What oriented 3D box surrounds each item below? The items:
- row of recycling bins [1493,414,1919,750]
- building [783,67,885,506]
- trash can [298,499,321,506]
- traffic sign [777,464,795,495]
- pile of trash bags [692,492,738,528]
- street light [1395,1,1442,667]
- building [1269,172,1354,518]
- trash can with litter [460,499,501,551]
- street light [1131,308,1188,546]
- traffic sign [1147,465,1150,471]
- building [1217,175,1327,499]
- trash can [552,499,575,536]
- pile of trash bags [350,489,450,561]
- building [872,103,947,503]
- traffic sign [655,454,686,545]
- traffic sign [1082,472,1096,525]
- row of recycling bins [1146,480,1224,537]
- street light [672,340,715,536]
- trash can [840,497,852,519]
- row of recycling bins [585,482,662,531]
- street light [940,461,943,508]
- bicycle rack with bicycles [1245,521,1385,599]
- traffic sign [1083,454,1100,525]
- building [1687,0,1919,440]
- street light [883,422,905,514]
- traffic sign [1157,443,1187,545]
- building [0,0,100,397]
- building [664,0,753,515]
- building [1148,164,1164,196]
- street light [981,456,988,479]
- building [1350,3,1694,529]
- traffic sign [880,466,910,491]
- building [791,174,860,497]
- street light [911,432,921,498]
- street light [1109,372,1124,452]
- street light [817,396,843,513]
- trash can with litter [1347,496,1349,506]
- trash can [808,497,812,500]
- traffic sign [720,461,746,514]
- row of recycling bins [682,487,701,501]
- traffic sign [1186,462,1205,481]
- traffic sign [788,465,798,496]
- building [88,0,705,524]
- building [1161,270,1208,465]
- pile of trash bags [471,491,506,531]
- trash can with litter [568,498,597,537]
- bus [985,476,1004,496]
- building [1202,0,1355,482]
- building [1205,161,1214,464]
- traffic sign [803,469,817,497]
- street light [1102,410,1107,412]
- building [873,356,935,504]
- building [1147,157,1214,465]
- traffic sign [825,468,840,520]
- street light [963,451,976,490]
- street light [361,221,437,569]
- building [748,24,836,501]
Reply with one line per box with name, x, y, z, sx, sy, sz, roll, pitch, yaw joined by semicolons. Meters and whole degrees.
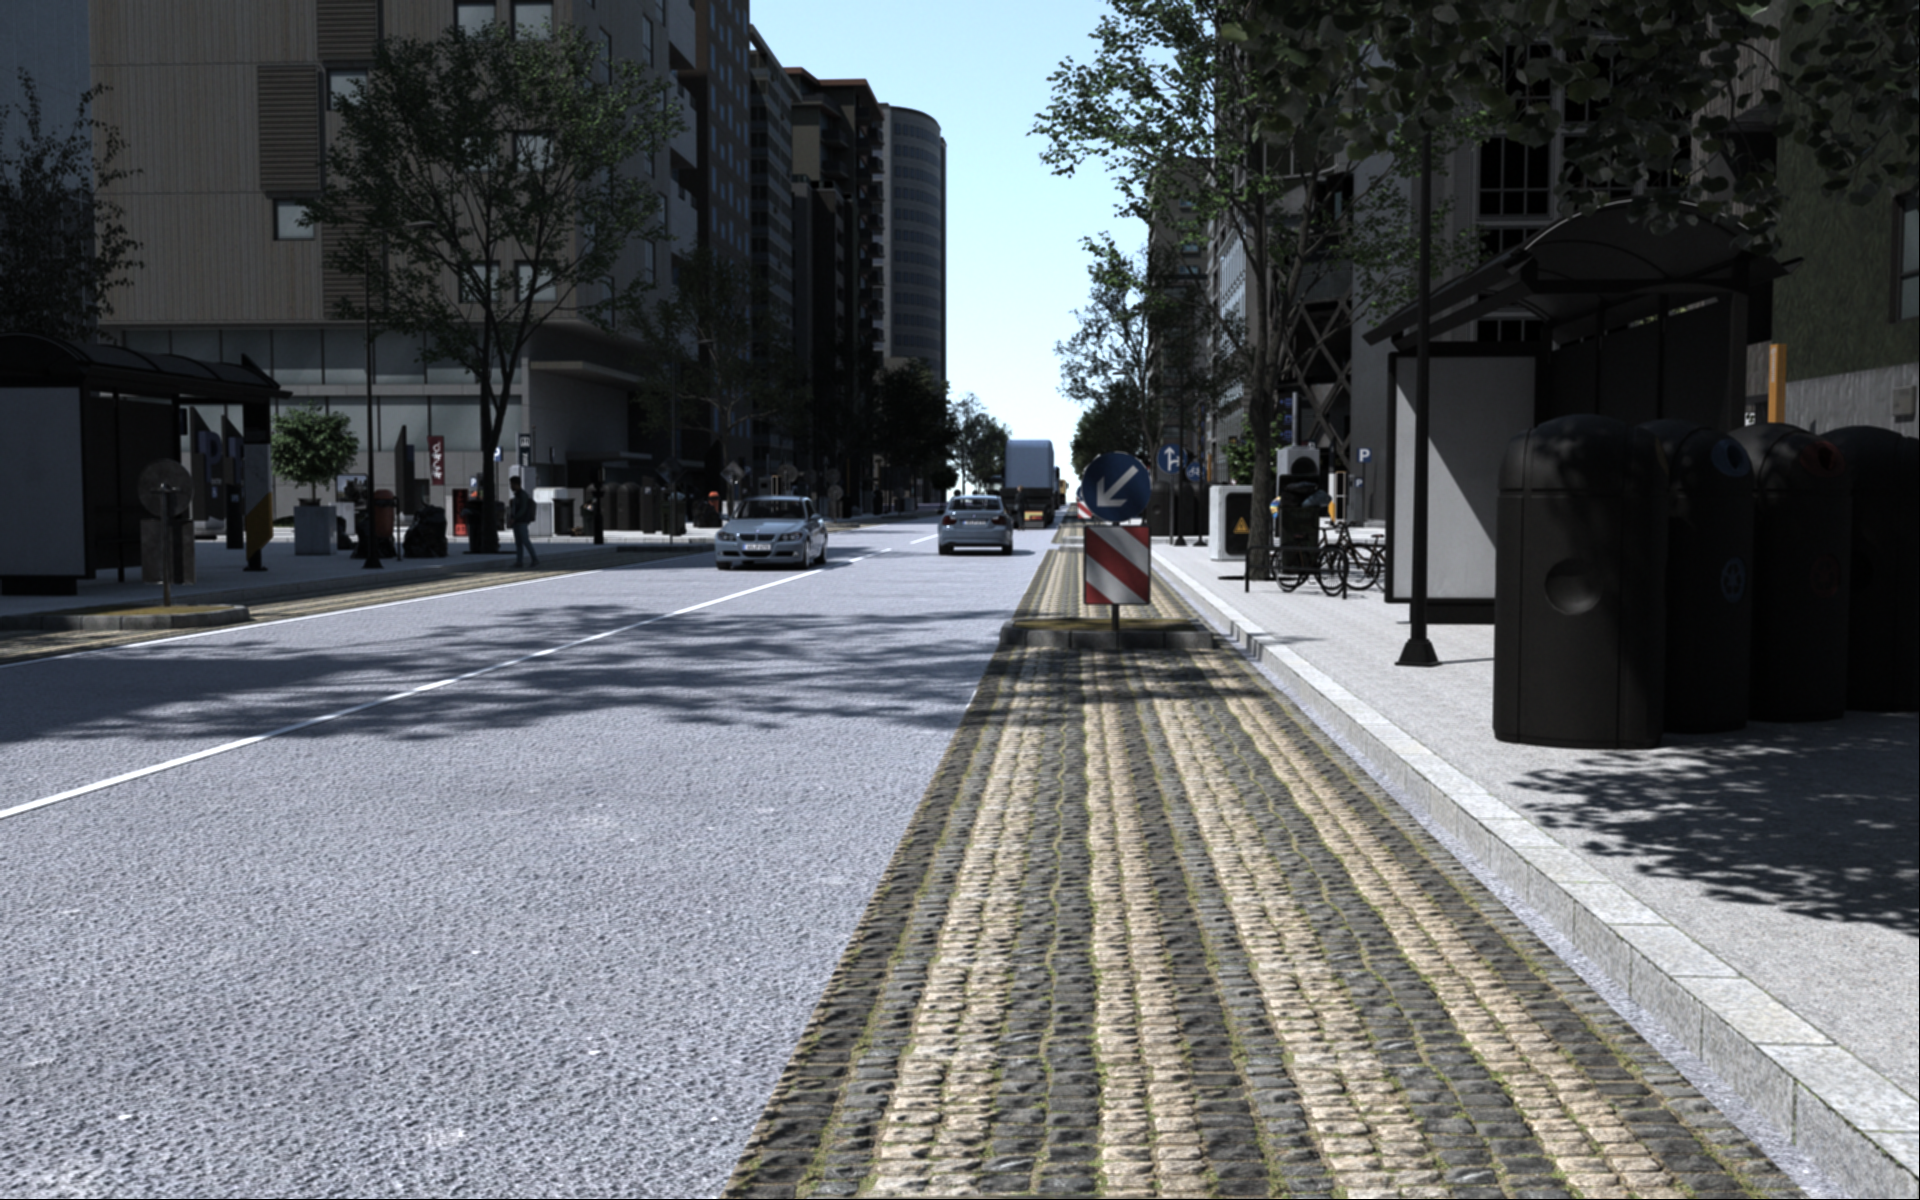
row of recycling bins;4.306;-0.165;9.805;3.534;1.692;1.069;-2;4;-34
building;-19.641;-32.178;180.741;22.147;44.769;28.867;0;4;4
trash can;-20.776;-2.673;55.364;0.748;1.137;0.748;0;3;0
traffic sign;-7.288;-4.425;72.451;0.768;2.556;0.104;1;4;9
pile of trash bags;-9.413;-3.502;67.010;1.912;1.369;3.447;-1;4;-14
street light;2.903;-2.467;12.876;1.470;5.913;1.316;0;4;4
building;25.885;-14.093;97.875;16.820;18.784;16.811;0;4;4
trash can with litter;-10.746;-1.682;38.885;0.624;1.170;1.055;0;4;6
street light;4.916;-4.293;42.728;1.470;5.913;1.316;0;4;4
traffic sign;8.537;-4.777;78.113;0.884;2.594;0.081;1;4;11
building;22.803;-16.328;116.117;9.793;20.994;18.267;0;4;4
trash can;-12.264;-2.566;53.608;0.748;1.137;0.748;0;3;0
pile of trash bags;-11.282;-1.524;34.671;1.912;1.369;3.447;-1;4;-10
building;-13.531;-44.000;261.400;21.231;58.520;28.212;0;4;4
traffic sign;-7.312;-2.457;43.813;0.795;2.450;0.064;0;4;4
traffic sign;3.989;-2.899;51.044;0.795;2.450;0.064;0;4;4
row of recycling bins;7.064;-2.843;53.592;1.069;1.692;3.534;3;5;44
street light;-8.092;-4.883;52.376;1.470;5.913;1.316;0;4;4
trash can;-5.983;-4.847;90.900;0.748;1.137;0.748;0;3;0
row of recycling bins;-11.819;-3.282;60.774;3.534;1.692;1.069;2;4;35
street light;-1.154;-11.348;158.087;1.470;5.913;1.316;0;4;4
bicycle rack with bicycles;4.991;-0.559;22.528;2.852;0.926;2.925;-2;4;-31
traffic sign;3.457;-2.412;43.076;0.795;2.450;0.064;0;4;4
building;19.097;-15.579;26.423;14.160;30.474;14.107;0;4;4
street light;-4.259;-8.513;111.728;1.470;5.913;1.316;0;4;4
traffic sign;5.330;-2.659;43.583;0.768;2.556;0.104;1;4;9
building;-28.369;-12.995;30.491;19.932;24.808;12.078;0;4;4
building;-21.947;-28.391;114.308;14.600;45.320;14.200;0;4;4
building;43.383;-41.555;268.656;28.713;52.752;27.495;0;4;4
street light;2.401;-14.587;211.043;1.470;5.913;1.316;0;4;4
building;27.622;-16.524;63.674;24.014;27.812;14.314;0;4;4
traffic sign;-4.765;-8.087;126.102;2.265;3.308;0.079;1;4;9
building;-17.064;-23.698;159.164;14.160;30.474;14.107;0;4;4
street light;-3.082;-9.533;128.412;1.470;5.913;1.316;0;4;4
street light;6.457;-5.709;65.888;1.470;5.913;1.316;0;4;4
street light;-6.216;-6.698;82.055;1.470;5.913;1.316;0;4;4
trash can with litter;20.019;-4.772;89.403;0.624;1.170;1.055;2;4;28
trash can;-7.833;-4.644;87.578;0.748;1.137;0.748;0;3;0
traffic sign;-6.780;-2.944;51.780;0.795;2.450;0.064;0;4;4
row of recycling bins;-17.273;-5.896;103.513;3.534;1.692;1.069;0;4;-5
traffic sign;9.341;-4.197;68.732;0.768;2.556;0.104;1;4;13
traffic sign;-7.456;-4.622;75.678;0.768;2.556;0.104;1;4;13
building;-28.655;-30.363;85.670;28.713;52.752;27.495;0;4;4
building;33.356;-27.861;227.232;14.160;30.474;14.107;0;4;4
pile of trash bags;-16.677;-3.063;59.829;1.912;1.369;3.447;-1;4;-17
trash can with litter;-11.304;-2.481;51.952;1.055;1.170;0.624;2;4;25
bus;4.010;-10.506;166.630;2.948;3.499;13.247;0;4;3
building;31.768;-43.912;156.213;20.563;71.187;20.611;0;4;4
building;38.544;-29.851;179.943;32.217;40.220;23.993;0;4;4
traffic sign;-7.624;-5.398;88.366;0.768;2.556;0.104;0;4;6
street light;8.472;-7.543;95.872;1.470;5.913;1.316;0;4;4
building;-18.285;-23.807;234.280;27.650;21.520;28.899;0;4;4
building;37.636;-37.976;244.611;21.300;48.544;21.600;0;4;4
traffic sign;-6.292;-5.228;85.583;0.768;2.556;0.104;0;4;8
street light;0.863;-13.185;188.115;1.470;5.913;1.316;0;4;4
street light;-9.603;-3.496;29.693;1.470;5.913;1.316;0;4;4
building;-26.698;-27.405;139.960;32.217;40.220;23.993;0;4;4
